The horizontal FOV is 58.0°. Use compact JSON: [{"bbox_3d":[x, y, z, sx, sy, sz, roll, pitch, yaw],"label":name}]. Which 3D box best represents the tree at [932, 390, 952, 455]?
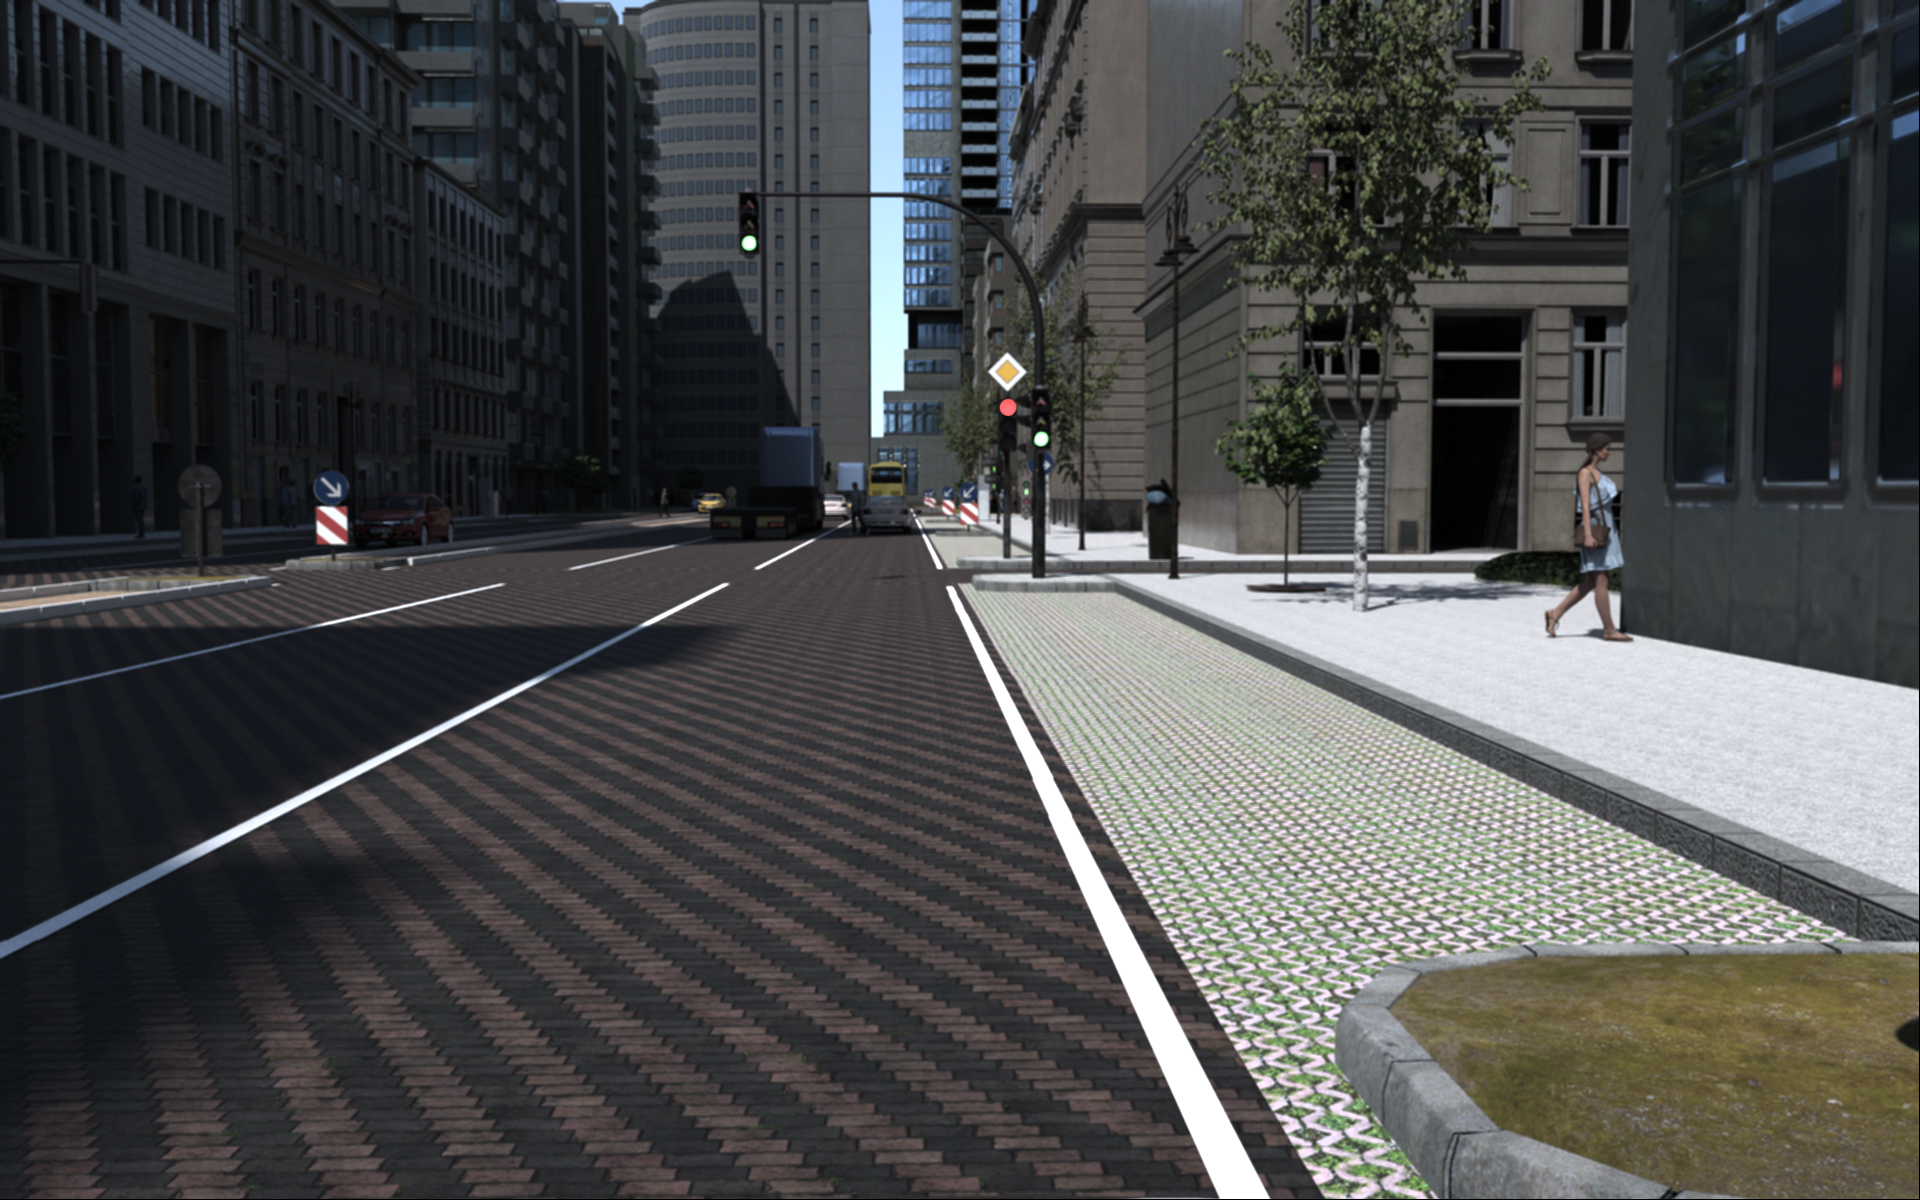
[{"bbox_3d":[0.783,-8.895,95.799,4.737,8.622,4.395,0,3,0],"label":"tree"}]

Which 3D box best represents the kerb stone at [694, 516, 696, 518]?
[{"bbox_3d":[-15.133,-4.614,97.629,0.120,0.150,1.000,0,4,-2],"label":"kerb stone"}]

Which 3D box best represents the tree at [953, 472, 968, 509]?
[{"bbox_3d":[0.162,-9.543,150.626,1.663,3.219,1.824,0,3,0],"label":"tree"}]

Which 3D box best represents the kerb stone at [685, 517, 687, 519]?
[{"bbox_3d":[-15.004,-4.362,93.520,0.120,0.150,1.000,0,4,-2],"label":"kerb stone"}]

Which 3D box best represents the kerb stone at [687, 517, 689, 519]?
[{"bbox_3d":[-15.037,-4.425,94.548,0.120,0.150,1.000,0,4,-2],"label":"kerb stone"}]

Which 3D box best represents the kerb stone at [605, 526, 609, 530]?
[{"bbox_3d":[-14.208,-2.859,68.934,0.120,0.150,1.000,0,4,-2],"label":"kerb stone"}]

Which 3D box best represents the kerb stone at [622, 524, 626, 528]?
[{"bbox_3d":[-14.350,-3.106,73.036,0.120,0.150,1.000,0,4,-2],"label":"kerb stone"}]

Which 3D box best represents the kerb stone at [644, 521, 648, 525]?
[{"bbox_3d":[-14.534,-3.486,79.188,0.120,0.150,1.000,0,4,-2],"label":"kerb stone"}]

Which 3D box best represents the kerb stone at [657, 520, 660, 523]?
[{"bbox_3d":[-14.676,-3.735,83.275,0.120,0.150,1.000,0,4,-2],"label":"kerb stone"}]

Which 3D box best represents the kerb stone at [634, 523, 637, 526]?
[{"bbox_3d":[-14.443,-3.297,76.121,0.120,0.150,1.000,0,4,-2],"label":"kerb stone"}]

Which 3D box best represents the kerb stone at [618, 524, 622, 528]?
[{"bbox_3d":[-14.307,-3.047,72.008,0.120,0.150,1.000,0,4,-2],"label":"kerb stone"}]

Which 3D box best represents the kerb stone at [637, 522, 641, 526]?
[{"bbox_3d":[-14.473,-3.361,77.144,0.120,0.150,1.000,0,4,-2],"label":"kerb stone"}]

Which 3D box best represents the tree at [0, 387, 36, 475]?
[{"bbox_3d":[-23.628,-3.492,40.801,4.285,4.588,4.351,0,3,0],"label":"tree"}]

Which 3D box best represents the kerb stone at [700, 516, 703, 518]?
[{"bbox_3d":[-15.230,-4.801,100.700,0.120,0.150,1.000,0,4,-2],"label":"kerb stone"}]

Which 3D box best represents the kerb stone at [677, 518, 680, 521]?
[{"bbox_3d":[-14.904,-4.172,90.452,0.120,0.150,1.000,0,4,-2],"label":"kerb stone"}]

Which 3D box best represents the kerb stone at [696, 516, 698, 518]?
[{"bbox_3d":[-15.163,-4.676,98.651,0.120,0.150,1.000,0,4,-2],"label":"kerb stone"}]

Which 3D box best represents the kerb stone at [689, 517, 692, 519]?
[{"bbox_3d":[-15.068,-4.488,95.571,0.120,0.150,1.000,0,4,-2],"label":"kerb stone"}]

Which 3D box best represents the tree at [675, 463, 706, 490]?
[{"bbox_3d":[-28.475,-12.177,182.800,4.285,4.588,4.351,0,3,0],"label":"tree"}]

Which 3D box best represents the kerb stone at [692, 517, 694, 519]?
[{"bbox_3d":[-15.098,-4.550,96.593,0.120,0.150,1.000,0,4,-2],"label":"kerb stone"}]

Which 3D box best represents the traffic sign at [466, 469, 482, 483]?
[{"bbox_3d":[-24.912,-5.447,88.788,0.795,2.593,0.064,0,4,-1],"label":"traffic sign"}]

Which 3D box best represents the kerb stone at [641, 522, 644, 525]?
[{"bbox_3d":[-14.511,-3.423,78.166,0.120,0.150,1.000,0,4,-2],"label":"kerb stone"}]

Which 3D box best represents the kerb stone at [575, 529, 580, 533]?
[{"bbox_3d":[-14.008,-2.469,62.756,0.120,0.150,1.000,0,4,-2],"label":"kerb stone"}]

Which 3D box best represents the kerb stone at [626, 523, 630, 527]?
[{"bbox_3d":[-14.378,-3.173,74.069,0.120,0.150,1.000,0,4,-2],"label":"kerb stone"}]

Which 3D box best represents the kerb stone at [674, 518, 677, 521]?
[{"bbox_3d":[-14.868,-4.112,89.422,0.120,0.150,1.000,0,4,-2],"label":"kerb stone"}]

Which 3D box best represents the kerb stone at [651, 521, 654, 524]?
[{"bbox_3d":[-14.605,-3.608,81.232,0.120,0.150,1.000,0,4,-2],"label":"kerb stone"}]

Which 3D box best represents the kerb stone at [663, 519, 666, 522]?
[{"bbox_3d":[-14.739,-3.861,85.322,0.120,0.150,1.000,0,4,-2],"label":"kerb stone"}]

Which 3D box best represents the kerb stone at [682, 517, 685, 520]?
[{"bbox_3d":[-14.969,-4.299,92.498,0.120,0.150,1.000,0,4,-2],"label":"kerb stone"}]

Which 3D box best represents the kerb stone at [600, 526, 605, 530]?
[{"bbox_3d":[-14.171,-2.796,67.904,0.120,0.150,1.000,0,4,-2],"label":"kerb stone"}]

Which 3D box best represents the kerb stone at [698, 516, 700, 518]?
[{"bbox_3d":[-15.208,-4.739,99.673,0.120,0.150,1.000,0,4,-2],"label":"kerb stone"}]

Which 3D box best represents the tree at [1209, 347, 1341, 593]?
[{"bbox_3d":[4.364,-1.738,23.015,1.663,3.219,1.824,0,3,0],"label":"tree"}]

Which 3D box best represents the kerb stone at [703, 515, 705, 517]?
[{"bbox_3d":[-15.272,-4.863,101.721,0.120,0.150,1.000,0,4,-2],"label":"kerb stone"}]

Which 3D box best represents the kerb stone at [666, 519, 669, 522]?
[{"bbox_3d":[-14.771,-3.923,86.343,0.120,0.150,1.000,0,4,-2],"label":"kerb stone"}]

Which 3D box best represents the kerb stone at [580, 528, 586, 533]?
[{"bbox_3d":[-14.038,-2.534,63.790,0.120,0.150,1.000,0,4,-2],"label":"kerb stone"}]

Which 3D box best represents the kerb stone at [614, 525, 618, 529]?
[{"bbox_3d":[-14.270,-2.984,70.986,0.120,0.150,1.000,0,4,-2],"label":"kerb stone"}]

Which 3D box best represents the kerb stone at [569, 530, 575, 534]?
[{"bbox_3d":[-13.974,-2.418,61.733,0.120,0.150,1.000,0,4,-2],"label":"kerb stone"}]

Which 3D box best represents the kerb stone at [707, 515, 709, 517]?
[{"bbox_3d":[-15.332,-4.989,103.768,0.120,0.150,1.000,0,4,-2],"label":"kerb stone"}]

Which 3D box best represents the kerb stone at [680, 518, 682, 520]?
[{"bbox_3d":[-14.937,-4.234,91.475,0.120,0.150,1.000,0,4,-2],"label":"kerb stone"}]

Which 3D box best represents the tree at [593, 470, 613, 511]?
[{"bbox_3d":[-26.932,-8.222,129.024,1.663,3.219,1.824,0,3,0],"label":"tree"}]

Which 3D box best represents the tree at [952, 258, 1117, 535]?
[{"bbox_3d":[3.006,-6.378,54.647,4.737,8.622,4.395,0,3,0],"label":"tree"}]

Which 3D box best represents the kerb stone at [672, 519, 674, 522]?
[{"bbox_3d":[-14.830,-4.049,88.396,0.120,0.150,1.000,0,4,-2],"label":"kerb stone"}]

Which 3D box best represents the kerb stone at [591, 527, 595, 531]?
[{"bbox_3d":[-14.106,-2.670,65.848,0.120,0.150,1.000,0,4,-2],"label":"kerb stone"}]

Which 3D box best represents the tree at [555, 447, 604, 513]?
[{"bbox_3d":[-26.463,-8.370,120.557,4.285,4.588,4.351,0,3,0],"label":"tree"}]

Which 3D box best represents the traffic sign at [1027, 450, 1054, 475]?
[{"bbox_3d":[2.299,-3.024,49.551,0.768,2.556,0.104,0,4,5],"label":"traffic sign"}]

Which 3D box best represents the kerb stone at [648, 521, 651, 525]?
[{"bbox_3d":[-14.575,-3.547,80.210,0.120,0.150,1.000,0,4,-2],"label":"kerb stone"}]

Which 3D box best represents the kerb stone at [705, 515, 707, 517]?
[{"bbox_3d":[-15.303,-4.927,102.746,0.120,0.150,1.000,0,4,-2],"label":"kerb stone"}]

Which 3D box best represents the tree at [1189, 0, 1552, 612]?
[{"bbox_3d":[4.413,-4.194,18.935,4.737,8.622,4.395,0,3,0],"label":"tree"}]

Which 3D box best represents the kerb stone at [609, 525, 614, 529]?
[{"bbox_3d":[-14.237,-2.922,69.964,0.120,0.150,1.000,0,4,-2],"label":"kerb stone"}]

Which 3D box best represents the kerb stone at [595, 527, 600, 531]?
[{"bbox_3d":[-14.137,-2.733,66.879,0.120,0.150,1.000,0,4,-2],"label":"kerb stone"}]

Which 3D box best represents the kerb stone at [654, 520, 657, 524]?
[{"bbox_3d":[-14.647,-3.673,82.253,0.120,0.150,1.000,0,4,-2],"label":"kerb stone"}]

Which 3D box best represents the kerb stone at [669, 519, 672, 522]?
[{"bbox_3d":[-14.807,-3.986,87.365,0.120,0.150,1.000,0,4,-2],"label":"kerb stone"}]

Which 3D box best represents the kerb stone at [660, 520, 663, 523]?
[{"bbox_3d":[-14.697,-3.798,84.300,0.120,0.150,1.000,0,4,-2],"label":"kerb stone"}]

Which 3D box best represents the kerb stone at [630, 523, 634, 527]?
[{"bbox_3d":[-14.400,-3.235,75.091,0.120,0.150,1.000,0,4,-2],"label":"kerb stone"}]

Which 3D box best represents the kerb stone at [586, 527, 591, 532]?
[{"bbox_3d":[-14.067,-2.607,64.823,0.120,0.150,1.000,0,4,-2],"label":"kerb stone"}]
